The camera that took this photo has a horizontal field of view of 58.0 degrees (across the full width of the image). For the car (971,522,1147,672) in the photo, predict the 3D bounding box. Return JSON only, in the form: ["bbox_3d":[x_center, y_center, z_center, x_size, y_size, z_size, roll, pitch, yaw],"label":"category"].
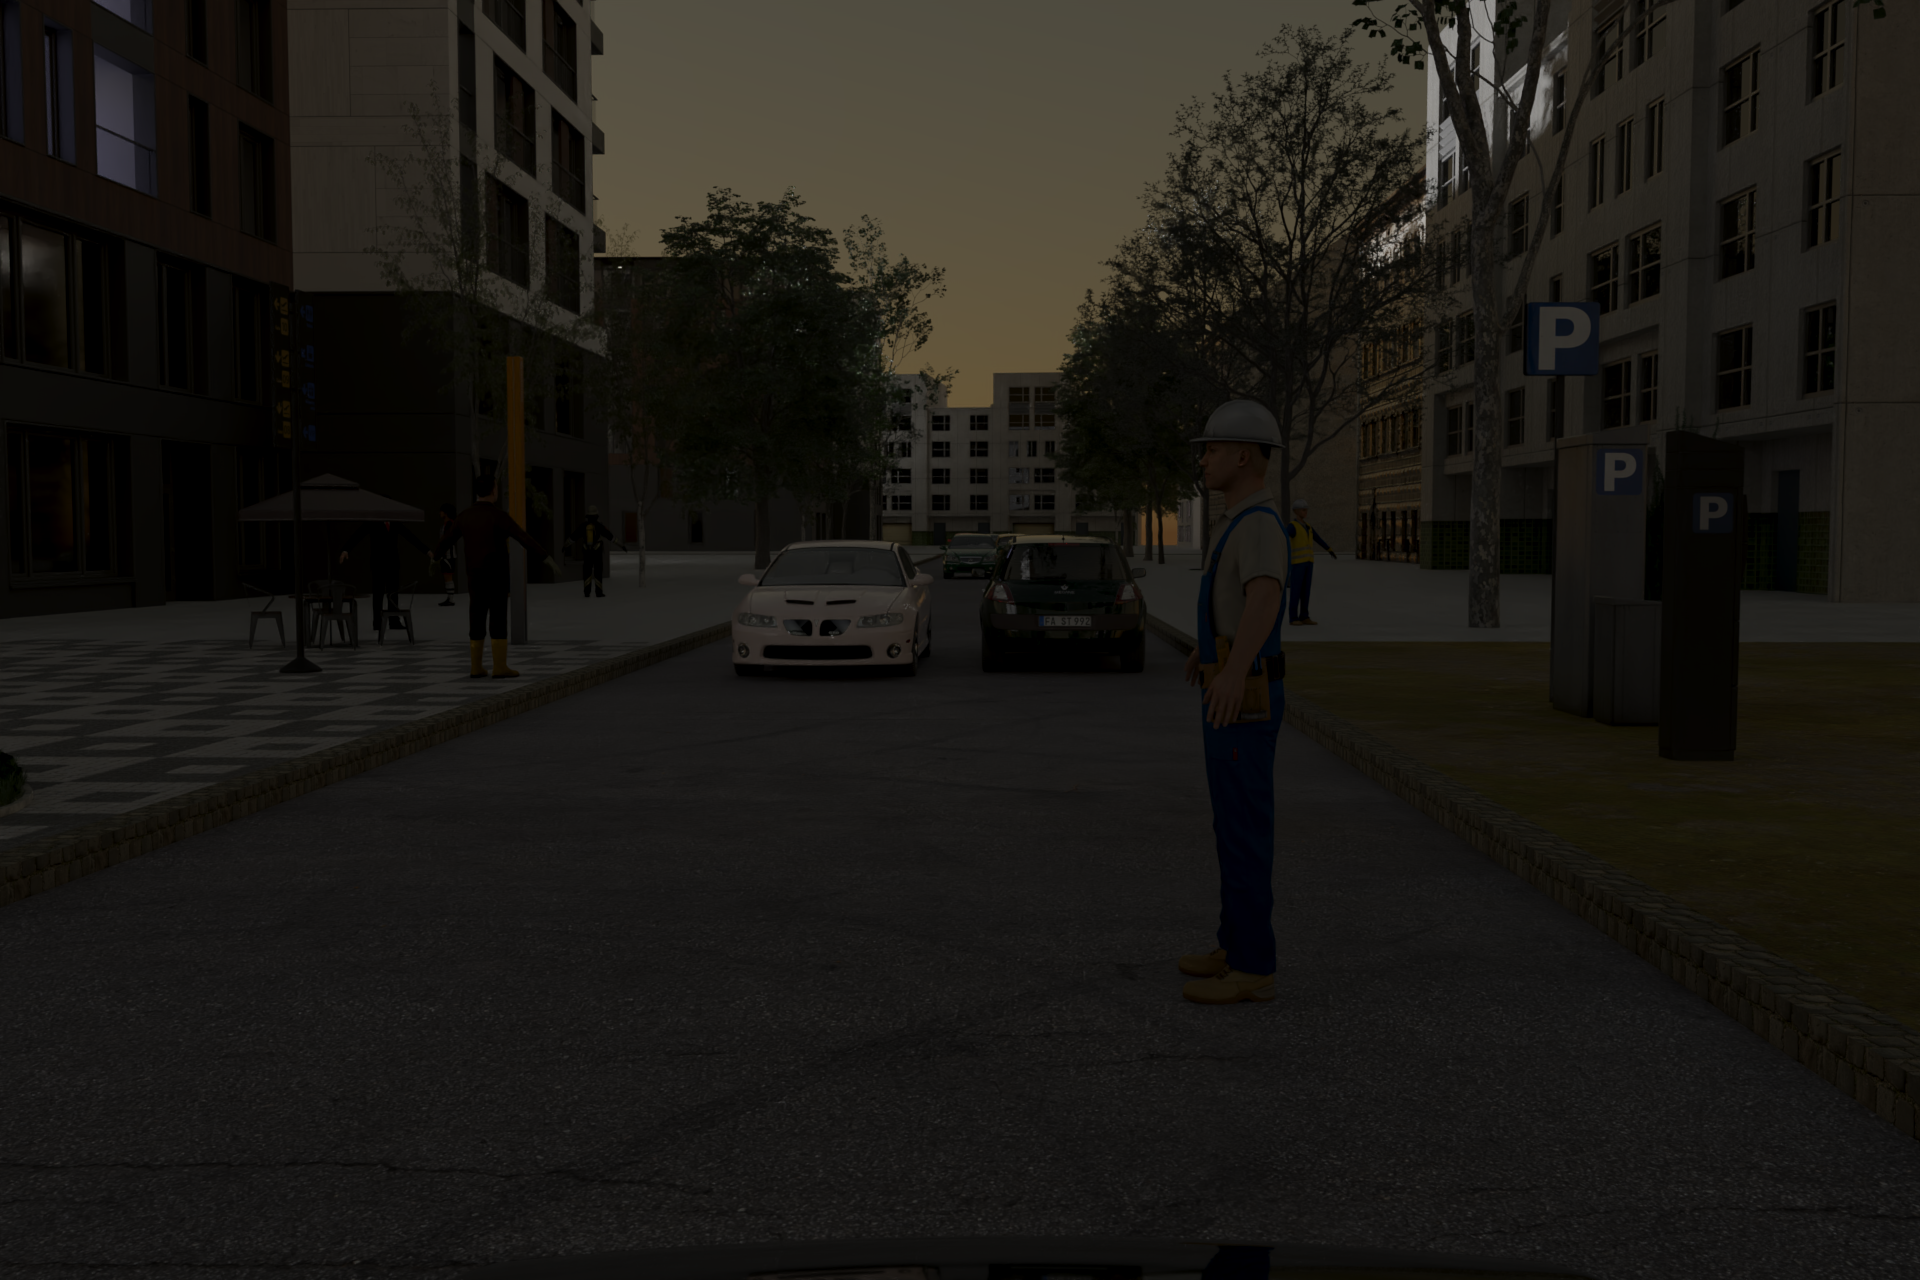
[{"bbox_3d":[1.114,-0.586,19.363,2.009,1.686,4.222,0,4,2],"label":"car"}]

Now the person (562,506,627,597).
[{"bbox_3d":[-7.457,-1.801,35.225,1.354,1.856,0.705,0,4,4],"label":"person"}]

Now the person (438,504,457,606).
[{"bbox_3d":[-9.169,-1.514,30.906,0.704,1.843,1.345,-1,4,-19],"label":"person"}]

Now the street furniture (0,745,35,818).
[{"bbox_3d":[-7.612,0.674,4.612,5.734,0.657,10.072,1,4,16],"label":"street furniture"}]

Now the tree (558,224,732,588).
[{"bbox_3d":[-7.694,-5.581,41.606,4.360,8.622,3.978,0,3,0],"label":"tree"}]

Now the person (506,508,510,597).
[{"bbox_3d":[-9.122,-1.791,35.253,0.705,1.833,1.349,1,4,11],"label":"person"}]

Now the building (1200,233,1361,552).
[{"bbox_3d":[28.562,-18.301,130.152,19.493,23.208,18.063,0,4,1],"label":"building"}]

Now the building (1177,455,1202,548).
[{"bbox_3d":[25.150,-12.946,153.810,9.099,9.664,28.070,0,4,1],"label":"building"}]

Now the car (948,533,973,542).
[{"bbox_3d":[0.347,-5.789,103.688,2.155,1.783,4.494,0,4,2],"label":"car"}]

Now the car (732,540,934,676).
[{"bbox_3d":[-1.304,-0.404,18.967,2.083,1.381,4.827,0,4,2],"label":"car"}]

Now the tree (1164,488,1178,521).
[{"bbox_3d":[25.562,-15.187,198.670,4.360,8.622,3.978,0,3,0],"label":"tree"}]

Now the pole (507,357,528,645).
[{"bbox_3d":[-5.121,-1.601,20.027,0.158,3.312,0.155,0,3,0],"label":"pole"}]

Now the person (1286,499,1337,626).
[{"bbox_3d":[4.849,-1.093,24.335,1.216,1.772,0.721,-3,4,-37],"label":"person"}]

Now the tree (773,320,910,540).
[{"bbox_3d":[-6.327,-9.697,84.297,9.928,11.665,9.643,0,3,0],"label":"tree"}]

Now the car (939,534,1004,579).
[{"bbox_3d":[0.412,-2.747,56.710,2.131,1.459,4.920,0,4,2],"label":"car"}]

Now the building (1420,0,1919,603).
[{"bbox_3d":[25.004,-11.061,47.312,16.747,18.905,31.486,0,4,1],"label":"building"}]

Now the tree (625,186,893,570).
[{"bbox_3d":[-7.242,-9.527,62.425,9.857,13.997,8.962,0,3,0],"label":"tree"}]

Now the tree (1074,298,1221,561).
[{"bbox_3d":[9.165,-10.123,83.636,7.486,12.596,7.792,0,3,0],"label":"tree"}]

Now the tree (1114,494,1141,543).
[{"bbox_3d":[9.771,-9.482,105.388,4.737,8.622,4.395,0,3,0],"label":"tree"}]

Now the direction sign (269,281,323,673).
[{"bbox_3d":[-6.138,-1.469,16.022,0.379,3.537,0.876,0,4,3],"label":"direction sign"}]

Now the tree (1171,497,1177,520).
[{"bbox_3d":[25.526,-14.836,192.928,4.360,8.622,3.978,0,3,0],"label":"tree"}]

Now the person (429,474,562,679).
[{"bbox_3d":[-4.193,-0.569,15.443,1.346,1.812,0.704,1,4,18],"label":"person"}]

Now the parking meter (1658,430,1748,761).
[{"bbox_3d":[4.230,-0.254,9.858,0.399,1.863,0.255,0,4,0],"label":"parking meter"}]

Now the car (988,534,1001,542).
[{"bbox_3d":[1.681,-5.133,95.729,2.131,1.459,4.920,0,4,1],"label":"car"}]

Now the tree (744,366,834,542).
[{"bbox_3d":[-6.465,-7.540,73.645,4.360,8.622,3.978,0,3,0],"label":"tree"}]

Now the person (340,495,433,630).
[{"bbox_3d":[-7.672,-1.038,23.159,1.347,1.806,0.705,-3,5,-44],"label":"person"}]

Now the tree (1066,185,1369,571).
[{"bbox_3d":[8.631,-9.208,60.919,12.009,13.543,11.850,0,3,0],"label":"tree"}]

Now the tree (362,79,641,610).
[{"bbox_3d":[-8.260,-4.810,29.014,4.360,8.622,3.978,0,3,0],"label":"tree"}]

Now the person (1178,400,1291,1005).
[{"bbox_3d":[0.850,0.177,5.421,0.705,1.847,1.347,0,4,5],"label":"person"}]

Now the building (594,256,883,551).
[{"bbox_3d":[-21.275,-18.355,144.086,27.936,21.610,32.646,0,4,1],"label":"building"}]

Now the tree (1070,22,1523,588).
[{"bbox_3d":[7.883,-7.998,41.133,12.009,13.543,11.850,0,3,0],"label":"tree"}]

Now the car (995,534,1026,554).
[{"bbox_3d":[2.044,-3.475,67.040,2.015,1.641,3.980,0,4,0],"label":"car"}]

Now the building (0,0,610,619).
[{"bbox_3d":[-24.675,-11.653,34.500,27.936,21.610,32.646,0,4,2],"label":"building"}]

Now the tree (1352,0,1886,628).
[{"bbox_3d":[6.771,-10.149,21.830,12.611,20.169,13.585,0,3,0],"label":"tree"}]

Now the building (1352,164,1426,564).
[{"bbox_3d":[28.933,-15.063,77.214,19.493,23.208,18.063,0,4,2],"label":"building"}]

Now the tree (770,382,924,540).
[{"bbox_3d":[-6.376,-9.771,94.168,8.767,10.594,7.601,-1,4,-11],"label":"tree"}]

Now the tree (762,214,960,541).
[{"bbox_3d":[-6.254,-15.273,105.601,12.611,20.169,13.585,0,3,0],"label":"tree"}]

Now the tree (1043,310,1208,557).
[{"bbox_3d":[9.236,-11.530,95.164,9.857,13.997,8.962,0,3,0],"label":"tree"}]

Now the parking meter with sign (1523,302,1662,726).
[{"bbox_3d":[4.529,-0.981,12.293,0.543,3.016,1.738,0,3,0],"label":"parking meter with sign"}]

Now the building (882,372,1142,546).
[{"bbox_3d":[4.670,-20.060,196.890,31.486,18.905,16.747,0,4,7],"label":"building"}]

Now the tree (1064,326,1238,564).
[{"bbox_3d":[8.619,-8.514,73.611,8.767,10.594,7.601,0,4,5],"label":"tree"}]
